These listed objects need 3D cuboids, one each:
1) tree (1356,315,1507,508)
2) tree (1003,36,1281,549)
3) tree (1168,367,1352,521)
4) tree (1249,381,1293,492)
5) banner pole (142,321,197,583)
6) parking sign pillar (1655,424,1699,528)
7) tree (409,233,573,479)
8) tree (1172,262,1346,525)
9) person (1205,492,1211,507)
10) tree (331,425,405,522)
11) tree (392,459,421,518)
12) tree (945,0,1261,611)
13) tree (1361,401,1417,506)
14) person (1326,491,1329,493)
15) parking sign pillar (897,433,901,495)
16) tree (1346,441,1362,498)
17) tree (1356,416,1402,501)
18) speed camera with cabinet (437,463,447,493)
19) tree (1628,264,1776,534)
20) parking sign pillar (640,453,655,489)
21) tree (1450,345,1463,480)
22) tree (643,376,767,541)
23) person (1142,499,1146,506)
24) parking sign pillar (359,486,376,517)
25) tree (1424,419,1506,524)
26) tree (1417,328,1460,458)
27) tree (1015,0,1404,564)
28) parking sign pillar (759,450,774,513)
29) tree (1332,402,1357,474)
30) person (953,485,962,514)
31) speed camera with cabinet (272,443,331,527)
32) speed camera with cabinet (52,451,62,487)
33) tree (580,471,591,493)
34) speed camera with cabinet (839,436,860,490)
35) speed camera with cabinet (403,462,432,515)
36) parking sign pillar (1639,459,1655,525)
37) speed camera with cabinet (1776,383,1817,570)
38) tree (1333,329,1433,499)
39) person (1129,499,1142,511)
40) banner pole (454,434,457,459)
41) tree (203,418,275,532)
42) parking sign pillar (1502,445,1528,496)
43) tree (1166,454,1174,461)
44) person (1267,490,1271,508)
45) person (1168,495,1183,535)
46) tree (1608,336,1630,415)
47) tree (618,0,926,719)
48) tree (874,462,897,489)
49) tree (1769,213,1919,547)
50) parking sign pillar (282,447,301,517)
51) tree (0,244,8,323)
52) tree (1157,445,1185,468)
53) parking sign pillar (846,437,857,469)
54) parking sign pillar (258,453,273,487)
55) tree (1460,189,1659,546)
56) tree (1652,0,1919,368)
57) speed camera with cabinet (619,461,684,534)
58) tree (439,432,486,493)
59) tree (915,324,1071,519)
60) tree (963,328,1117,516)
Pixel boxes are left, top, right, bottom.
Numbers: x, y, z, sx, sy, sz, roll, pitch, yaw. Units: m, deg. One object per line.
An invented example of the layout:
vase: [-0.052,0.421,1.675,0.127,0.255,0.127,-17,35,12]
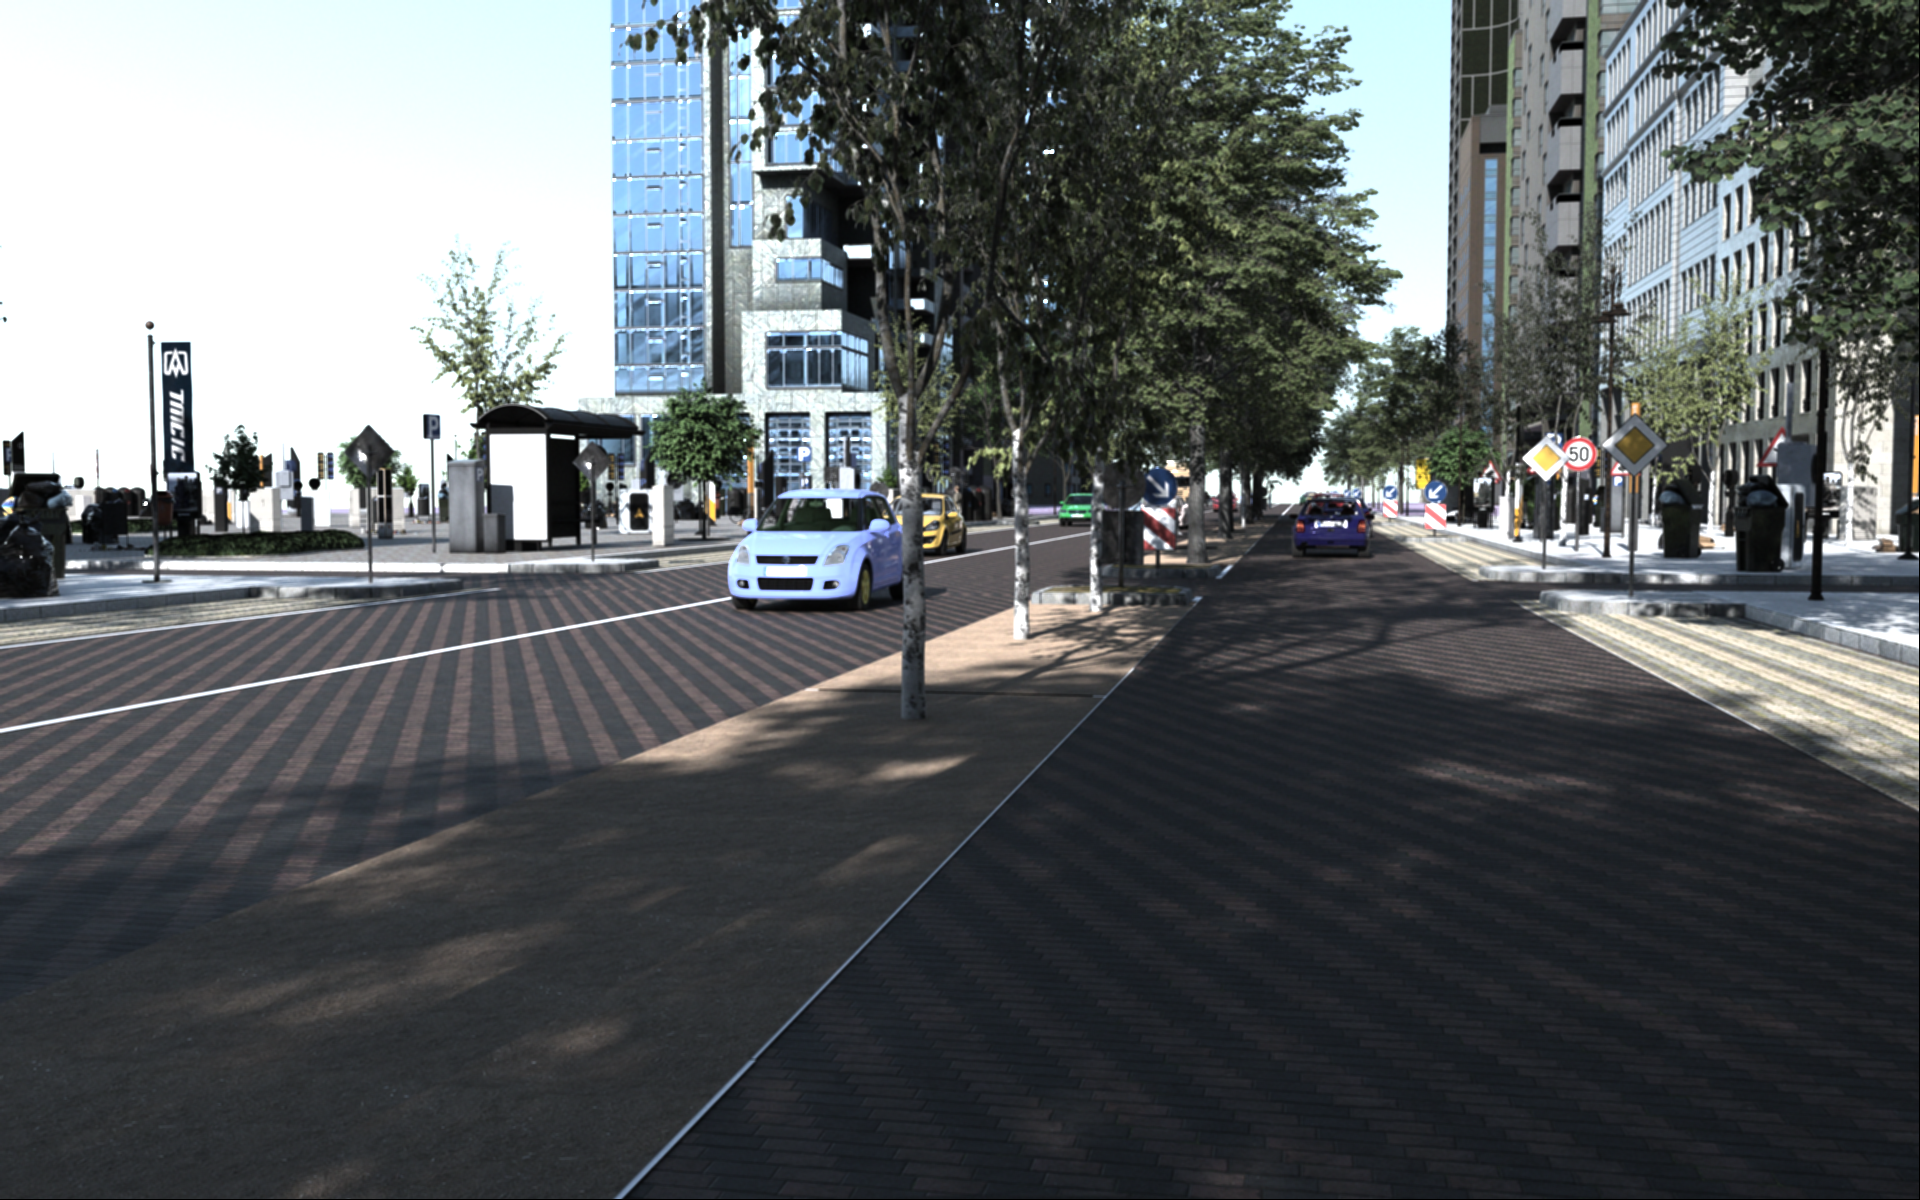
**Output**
tree: [24.869,-9.523,90.116,7.601,10.594,8.767,1,4,10]
tree: [6.124,-8.086,45.038,12.009,13.543,11.850,0,3,0]
tree: [15.610,-10.488,90.950,9.611,12.733,9.660,0,3,0]
tree: [11.961,-7.333,72.712,4.360,8.622,3.978,0,3,0]
banner pole: [-11.473,-2.145,25.096,0.863,3.779,0.401,0,4,7]
parking sign pillar: [27.415,-4.740,65.965,1.447,3.967,1.447,1,4,23]
tree: [-13.562,-6.083,49.815,4.737,8.622,4.395,0,3,0]
tree: [13.423,-10.492,80.654,9.857,13.997,8.962,0,3,0]
person: [28.167,-11.466,196.785,0.721,1.723,1.217,-2,4,-27]
tree: [-27.852,-5.963,81.207,4.285,4.588,4.351,0,3,0]
tree: [-30.358,-6.150,95.153,1.663,3.219,1.824,0,3,0]
tree: [1.662,-4.173,21.049,4.737,8.622,4.395,0,3,0]
tree: [33.938,-11.252,134.327,4.737,8.622,4.395,0,3,0]
person: [40.886,-11.257,192.517,0.705,1.831,1.348,-1,4,-9]
parking sign pillar: [-2.401,-5.412,76.954,1.447,3.967,1.447,1,4,16]
tree: [43.543,-14.369,185.298,4.737,8.622,4.395,0,3,0]
tree: [35.731,-12.016,146.826,4.360,8.622,3.978,0,3,0]
speed camera with cabinet: [-33.881,-7.162,111.438,2.038,3.252,0.660,-3,4,-36]
tree: [24.374,-6.474,56.213,4.737,8.622,4.395,0,3,0]
parking sign pillar: [-17.443,-6.616,96.648,1.447,3.967,1.447,1,4,9]
tree: [18.141,-6.539,57.271,4.360,8.622,3.978,0,3,0]
tree: [-7.113,-3.945,48.215,4.285,4.588,4.351,0,3,0]
person: [8.462,-4.270,78.498,0.728,1.800,0.709,3,5,43]
parking sign pillar: [-33.566,-6.722,98.371,1.447,3.967,1.447,-1,4,-9]
tree: [21.863,-5.577,74.898,4.285,4.588,4.351,0,3,0]
tree: [30.012,-12.100,115.964,7.486,12.596,7.792,0,3,0]
tree: [4.873,-6.976,34.649,7.486,12.596,7.792,0,3,0]
parking sign pillar: [-11.716,-7.100,104.555,1.447,3.967,1.447,1,4,21]
tree: [38.911,-13.941,162.345,8.767,10.594,7.601,1,4,20]
person: [-0.143,-3.463,65.665,0.362,1.759,0.519,2,4,31]
speed camera with cabinet: [-25.492,-4.447,67.049,2.038,3.252,0.660,-2,4,-34]
speed camera with cabinet: [-42.579,-5.232,79.877,2.038,3.252,0.660,-1,4,-21]
tree: [-17.845,-5.232,80.141,1.663,3.219,1.824,0,3,0]
speed camera with cabinet: [-3.933,-3.930,58.598,0.660,3.252,2.038,1,4,15]
speed camera with cabinet: [-33.838,-6.929,107.630,2.038,3.252,0.660,-2,4,-27]
parking sign pillar: [29.571,-5.187,73.283,1.447,3.967,1.447,3,4,38]
speed camera with cabinet: [14.473,-2.194,30.207,0.660,3.252,2.038,3,4,38]
tree: [47.518,-20.964,198.656,12.611,20.169,13.585,0,3,0]
person: [4.997,-2.462,49.024,0.793,1.790,0.793,-1,4,-22]
banner pole: [-21.161,-5.059,72.736,0.401,3.779,0.863,-1,4,-17]
tree: [-18.026,-3.007,43.772,1.663,3.219,1.824,0,3,0]
parking sign pillar: [30.762,-6.577,96.000,1.447,3.967,1.447,3,4,37]
tree: [23.060,-21.057,200.165,12.611,20.169,13.585,0,3,0]
person: [30.855,-10.036,172.666,0.705,1.814,1.350,1,4,21]
person: [7.589,-3.051,60.981,0.503,1.515,0.523,-1,4,-13]
tree: [28.052,-7.267,69.172,4.737,8.622,4.395,0,3,0]
tree: [-0.325,-3.529,10.516,4.360,8.622,3.978,0,3,0]
tree: [-4.390,-6.703,104.195,1.663,3.219,1.824,0,3,0]
tree: [21.980,-5.609,42.065,4.360,8.622,3.978,0,3,0]
parking sign pillar: [-37.846,-6.719,98.330,1.447,3.967,1.447,-3,4,-38]
tree: [-22.981,-5.364,38.060,4.737,8.622,4.395,0,3,0]
tree: [29.561,-18.078,229.991,8.767,10.594,7.601,3,5,40]
parking sign pillar: [-5.214,-5.757,82.607,1.447,3.967,1.447,0,4,-7]
parking sign pillar: [-44.880,-7.519,111.406,1.447,3.967,1.447,-1,4,-19]
tree: [15.040,-5.659,42.888,4.360,8.622,3.978,0,3,0]
tree: [9.413,-6.467,12.395,9.857,13.997,8.962,0,3,0]
speed camera with cabinet: [-9.956,-3.763,55.856,2.038,3.252,0.660,-2,4,-35]
tree: [-15.096,-3.628,53.927,1.663,3.219,1.824,0,3,0]
tree: [1.921,-9.448,88.883,8.767,10.594,7.601,-2,4,-25]
tree: [3.807,-10.791,102.194,9.928,11.665,9.643,0,3,0]
